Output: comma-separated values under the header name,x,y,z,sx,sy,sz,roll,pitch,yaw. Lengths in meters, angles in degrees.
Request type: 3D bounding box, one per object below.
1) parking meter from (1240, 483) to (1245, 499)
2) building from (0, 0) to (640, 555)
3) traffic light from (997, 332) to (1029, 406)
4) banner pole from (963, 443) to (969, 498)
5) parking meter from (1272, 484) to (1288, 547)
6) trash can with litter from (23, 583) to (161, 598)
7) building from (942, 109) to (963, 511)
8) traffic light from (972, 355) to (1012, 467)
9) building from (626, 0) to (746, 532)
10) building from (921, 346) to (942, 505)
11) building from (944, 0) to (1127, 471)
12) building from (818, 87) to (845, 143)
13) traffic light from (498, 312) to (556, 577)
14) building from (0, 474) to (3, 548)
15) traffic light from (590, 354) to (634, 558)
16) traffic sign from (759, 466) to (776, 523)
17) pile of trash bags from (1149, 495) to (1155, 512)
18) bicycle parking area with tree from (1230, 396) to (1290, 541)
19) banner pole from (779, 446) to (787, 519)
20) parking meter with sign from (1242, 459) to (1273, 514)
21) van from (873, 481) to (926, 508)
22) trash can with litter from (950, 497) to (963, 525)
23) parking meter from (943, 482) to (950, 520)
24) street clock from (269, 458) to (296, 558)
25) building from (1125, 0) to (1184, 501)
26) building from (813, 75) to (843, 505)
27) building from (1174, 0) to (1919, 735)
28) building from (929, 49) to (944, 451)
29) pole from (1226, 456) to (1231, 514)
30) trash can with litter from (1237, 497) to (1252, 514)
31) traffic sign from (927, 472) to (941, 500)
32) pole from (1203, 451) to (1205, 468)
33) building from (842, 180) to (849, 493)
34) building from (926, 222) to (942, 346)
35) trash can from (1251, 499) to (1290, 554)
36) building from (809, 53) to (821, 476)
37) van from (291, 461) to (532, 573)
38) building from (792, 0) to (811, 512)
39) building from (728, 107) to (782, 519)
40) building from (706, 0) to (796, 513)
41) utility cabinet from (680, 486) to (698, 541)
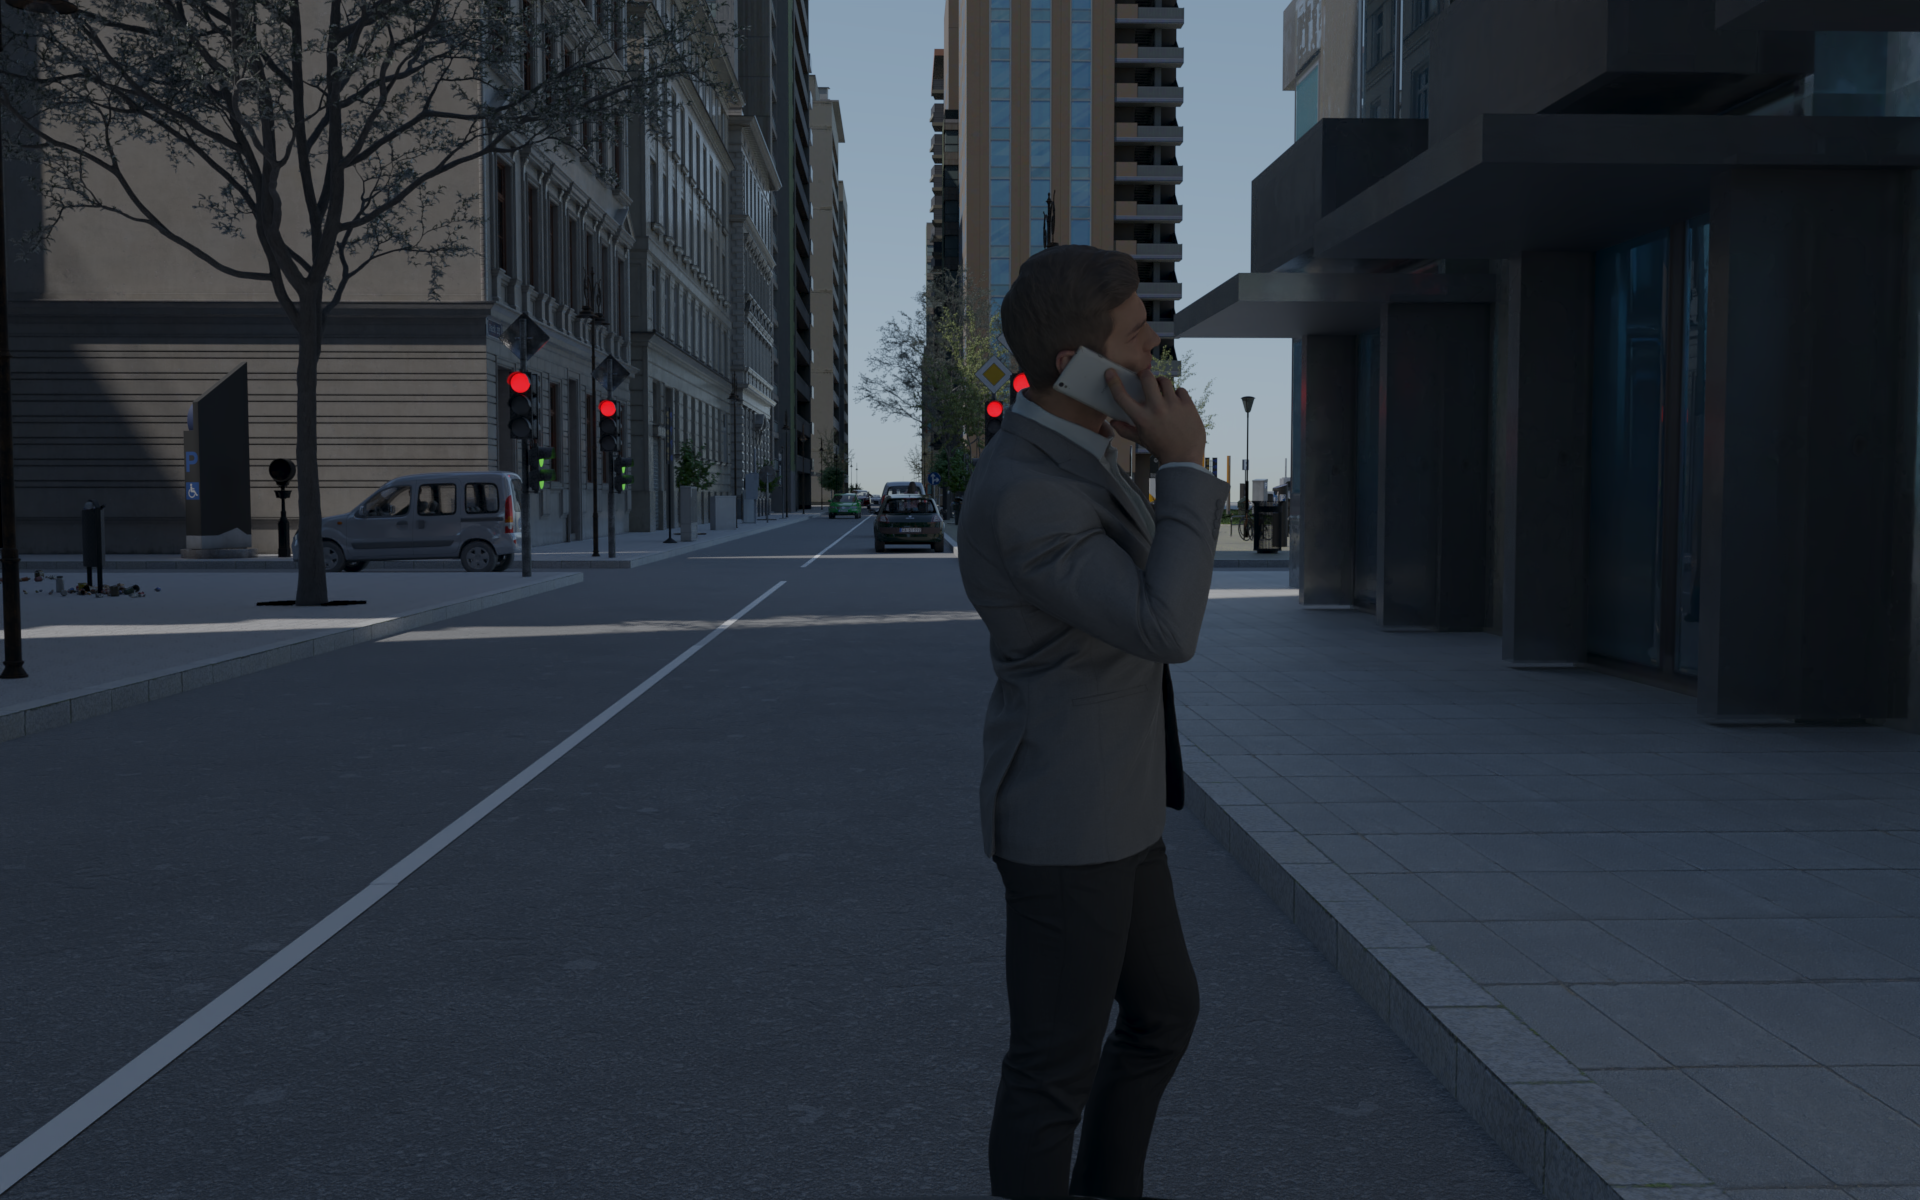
name,x,y,z,sx,sy,sz,roll,pitch,yaw
parking meter,15.178,-5.338,92.995,0.255,1.863,0.399,2,4,25
building,-15.397,-12.828,45.889,11.583,22.565,21.152,0,4,-2
traffic light,0.945,-2.333,27.067,0.839,4.253,0.868,0,4,-2
banner pole,0.287,-5.806,84.952,0.401,3.779,0.863,-1,4,-22
parking meter,7.764,-2.057,42.036,0.372,1.533,0.369,0,3,0
trash can with litter,-11.075,-0.677,22.121,1.678,1.210,2.233,-3,5,-40
building,5.586,-22.135,133.610,14.160,30.474,14.107,0,4,-2
traffic light,0.665,-2.821,35.047,0.839,4.253,0.868,0,4,-2
building,-18.148,-14.561,71.355,16.112,22.955,30.059,0,4,-2
building,9.135,-22.788,217.630,27.650,21.520,28.899,0,4,-2
building,5.719,-30.436,147.746,14.600,45.320,14.200,0,4,-2
building,-29.780,-39.094,228.424,28.713,52.752,27.495,0,4,-2
traffic light,-6.711,-2.316,26.784,0.839,4.253,0.868,0,4,-2
building,-30.632,-12.870,40.098,15.834,23.373,12.332,0,4,-2
traffic light,-6.991,-2.804,34.764,0.839,4.253,0.868,0,4,-2
traffic sign,-8.618,-4.731,77.451,0.768,2.556,0.104,0,4,-1
pile of trash bags,6.560,-3.283,63.430,1.912,1.369,3.447,1,4,8
bicycle parking area with tree,10.856,-3.841,49.811,8.231,4.147,9.016,3,5,40
banner pole,-9.299,-6.121,90.102,0.401,3.779,0.863,1,4,14
parking meter with sign,14.971,-5.516,86.448,1.738,3.016,0.543,3,4,39
van,-1.916,-3.142,58.380,2.013,2.044,4.112,0,4,-3
trash can with litter,0.153,-3.668,71.351,1.055,1.170,0.624,-3,5,-42
parking meter,-0.670,-4.858,85.137,0.255,1.863,0.399,2,4,27
street clock,-13.685,-1.863,35.026,0.471,2.002,0.358,0,4,1
building,7.063,-28.649,118.523,14.600,45.320,14.200,0,4,-2
building,-25.284,-35.504,204.193,21.300,48.544,21.600,0,4,-2
building,14.562,-23.892,10.251,23.786,49.044,30.456,0,4,-2
building,8.171,-31.552,170.502,22.147,44.769,28.867,0,4,-2
pole,14.230,-5.990,91.776,0.158,3.312,0.155,0,3,0
trash can with litter,13.623,-4.464,84.381,1.055,1.170,0.624,-1,4,-21
traffic sign,-1.503,-6.135,100.412,0.768,2.556,0.104,0,3,0
pole,9.371,-4.469,66.917,0.158,3.312,0.155,0,3,0
building,-27.333,-38.499,253.155,21.300,48.544,21.600,0,4,-2
building,1.845,-35.389,262.201,14.154,41.232,14.086,0,4,-2
trash can,6.658,-1.579,37.472,0.748,1.137,0.748,0,3,0
building,-25.091,-33.038,159.774,23.786,49.044,30.456,0,4,-2
van,-9.895,-1.484,31.280,4.112,2.044,2.013,0,4,-2
building,-22.818,-31.203,133.873,21.300,48.544,21.600,0,4,-2
building,-16.072,-16.361,96.380,11.050,23.489,19.941,0,4,-2
building,-18.591,-26.457,116.167,14.154,41.232,14.086,0,4,-2
utility cabinet,-7.376,-2.356,47.200,0.318,1.500,1.173,0,4,-1
